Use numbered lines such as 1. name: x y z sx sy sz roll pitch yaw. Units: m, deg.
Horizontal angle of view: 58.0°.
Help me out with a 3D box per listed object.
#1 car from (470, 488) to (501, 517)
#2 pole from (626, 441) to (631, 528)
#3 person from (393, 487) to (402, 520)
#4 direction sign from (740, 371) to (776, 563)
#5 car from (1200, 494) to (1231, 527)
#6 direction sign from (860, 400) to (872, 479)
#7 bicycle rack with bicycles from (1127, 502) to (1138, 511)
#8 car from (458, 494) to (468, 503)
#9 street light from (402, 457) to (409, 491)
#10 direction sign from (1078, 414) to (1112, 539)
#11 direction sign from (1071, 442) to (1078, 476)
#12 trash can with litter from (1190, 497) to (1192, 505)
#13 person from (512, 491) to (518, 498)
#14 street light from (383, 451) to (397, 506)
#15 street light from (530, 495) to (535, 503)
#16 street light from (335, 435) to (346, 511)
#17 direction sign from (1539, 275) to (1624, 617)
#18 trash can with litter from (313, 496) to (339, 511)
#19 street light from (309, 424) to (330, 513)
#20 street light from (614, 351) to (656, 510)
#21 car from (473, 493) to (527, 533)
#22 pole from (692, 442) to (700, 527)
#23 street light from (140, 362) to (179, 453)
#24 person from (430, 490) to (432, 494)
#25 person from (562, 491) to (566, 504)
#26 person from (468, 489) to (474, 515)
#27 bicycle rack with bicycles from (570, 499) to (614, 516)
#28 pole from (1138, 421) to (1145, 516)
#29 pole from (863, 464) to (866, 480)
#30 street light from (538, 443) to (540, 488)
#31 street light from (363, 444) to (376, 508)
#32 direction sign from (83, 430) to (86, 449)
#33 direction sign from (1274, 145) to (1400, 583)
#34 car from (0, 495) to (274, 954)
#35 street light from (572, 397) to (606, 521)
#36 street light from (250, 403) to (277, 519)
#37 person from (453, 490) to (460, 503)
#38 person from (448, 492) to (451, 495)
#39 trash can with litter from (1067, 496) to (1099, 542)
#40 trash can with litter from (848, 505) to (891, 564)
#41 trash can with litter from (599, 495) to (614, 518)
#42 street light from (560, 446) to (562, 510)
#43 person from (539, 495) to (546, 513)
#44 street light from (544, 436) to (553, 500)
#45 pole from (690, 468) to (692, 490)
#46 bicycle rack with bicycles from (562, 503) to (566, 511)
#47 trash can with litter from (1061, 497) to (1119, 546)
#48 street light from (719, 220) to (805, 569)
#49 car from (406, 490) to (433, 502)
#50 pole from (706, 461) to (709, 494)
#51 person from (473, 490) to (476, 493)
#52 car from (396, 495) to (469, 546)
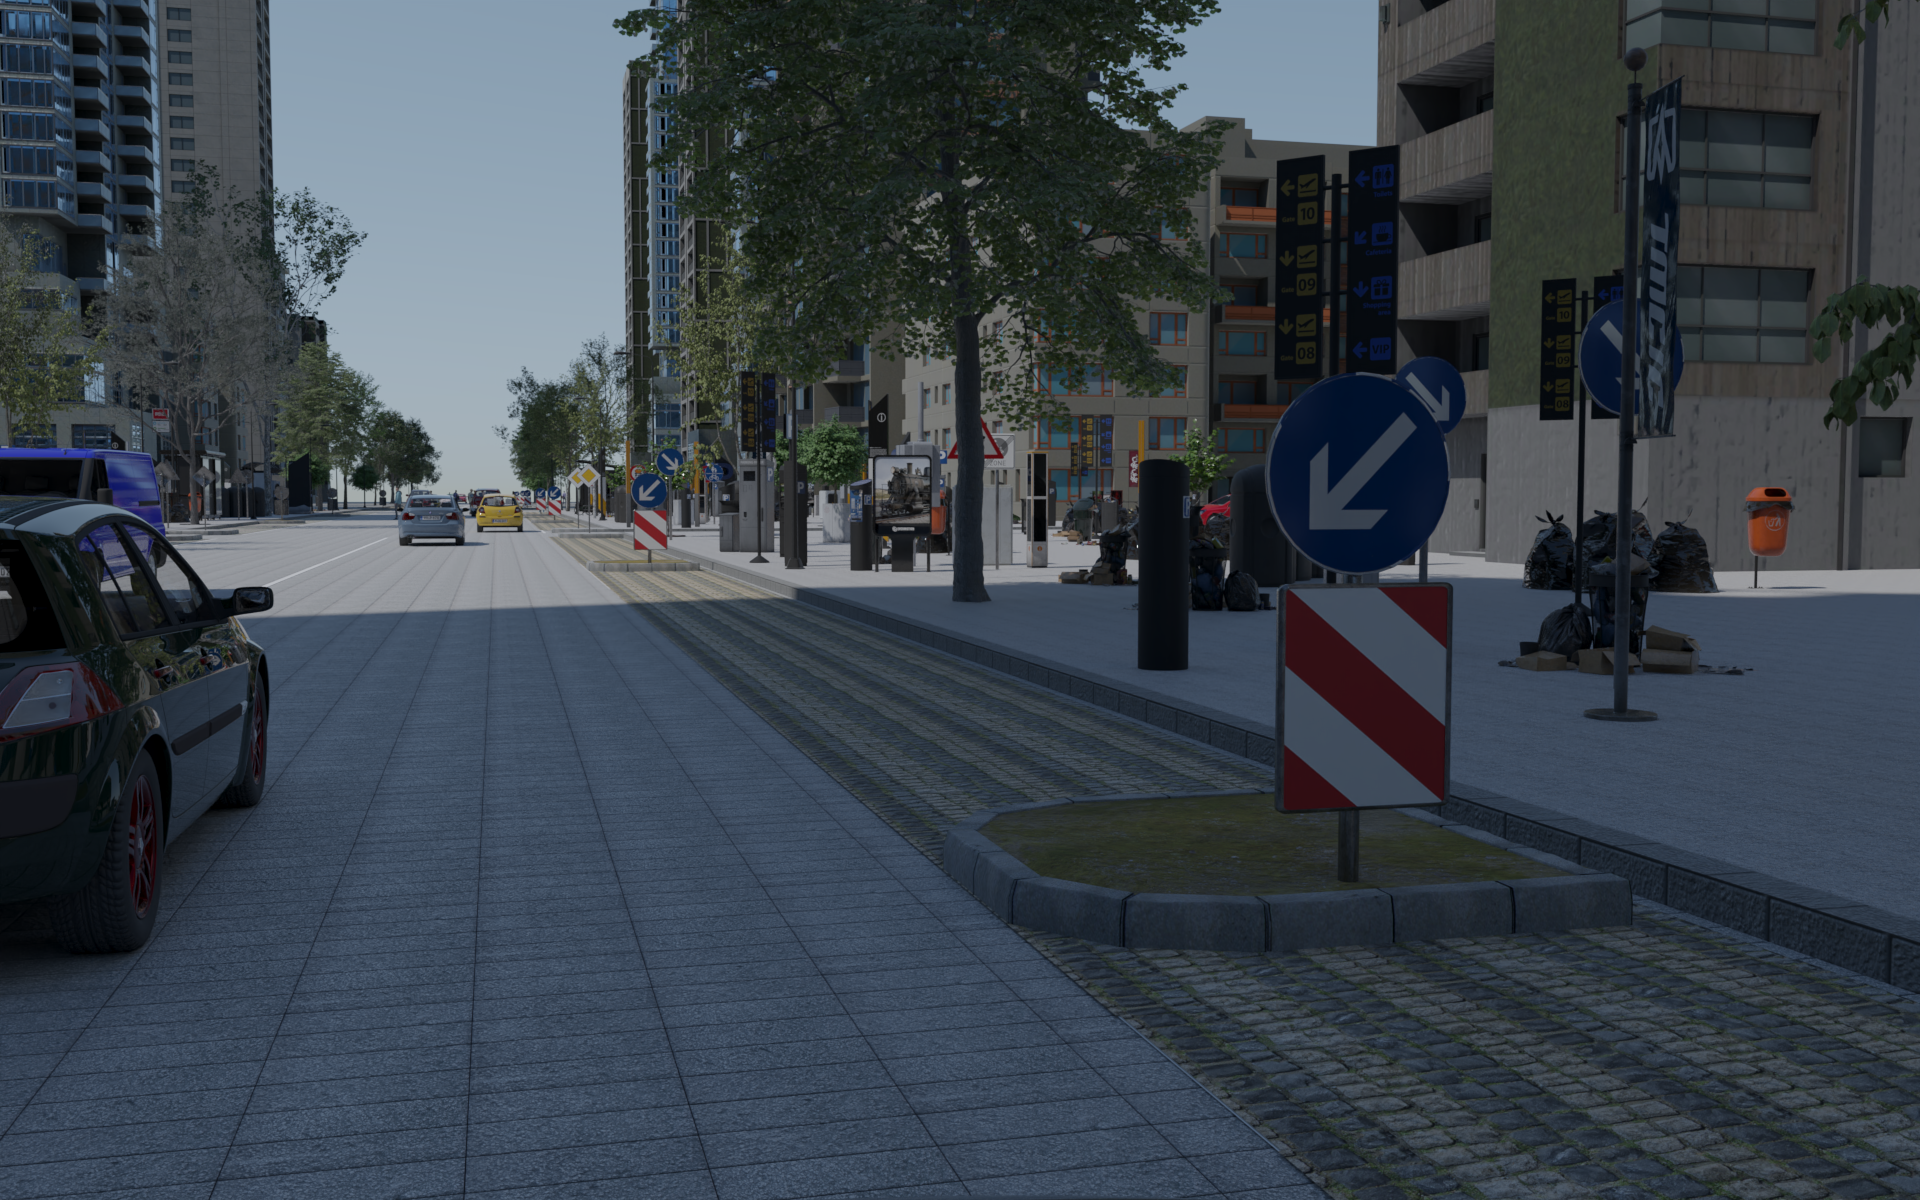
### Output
1. car: -30.210 -6.250 110.862 2.281 1.827 5.304 -1 4 -14
2. pole: -12.704 -4.432 66.313 0.158 3.312 0.155 0 3 0
3. person: -31.082 -5.359 95.980 0.748 1.841 0.638 1 4 10
4. direction sign: -3.743 -2.460 32.217 0.379 3.537 0.876 3 4 39
5. car: 10.648 -3.513 66.481 4.494 1.783 2.155 -1 4 -16
6. direction sign: -2.182 -3.068 42.166 0.379 3.537 0.876 0 4 1
7. bicycle rack with bicycles: 13.924 -7.740 139.937 2.852 0.926 2.925 2 4 28
8. car: -77.452 -15.885 268.758 2.155 1.783 4.494 -1 4 -14
9. street light: -69.584 -14.873 215.713 1.470 5.913 1.316 -1 4 -15
10. direction sign: 3.886 -3.502 49.262 0.876 3.537 0.379 1 4 10
11. direction sign: 5.248 -5.150 76.192 0.876 3.537 0.379 -2 4 -27
12. trash can with litter: 9.614 -3.799 73.495 0.624 1.170 1.055 -2 4 -25
13. person: -43.665 -9.782 169.148 1.217 1.735 0.721 1 4 12
14. street light: -62.019 -13.182 188.064 1.470 5.913 1.316 -1 4 -15
15. street light: -44.815 -12.951 184.290 1.470 5.913 1.316 -1 4 -15
16. street light: -47.887 -9.913 134.619 1.470 5.913 1.316 -1 4 -15
17. direction sign: 6.526 -1.602 18.183 0.876 3.537 0.379 2 4 34
18. trash can with litter: -48.129 -7.341 131.079 2.233 1.210 1.678 0 4 -4
19. street light: -42.713 -8.743 115.483 1.470 5.913 1.316 -1 4 -15
20. street light: -10.559 -5.138 56.547 1.470 5.913 1.316 -1 4 -15
21. car: -17.542 -3.413 66.031 2.015 1.641 3.980 -1 4 -15
22. pole: -10.244 -4.503 67.462 0.158 3.312 0.155 0 3 0
23. street light: -28.095 -5.397 60.776 1.470 5.913 1.316 -1 4 -15
24. person: -57.549 -11.000 188.349 0.705 1.824 1.348 -1 4 -17
25. person: -49.702 -12.788 217.450 0.709 1.838 0.599 -2 4 -31
26. person: -34.008 -6.856 120.767 0.661 1.801 0.590 3 4 38
27. bicycle rack with bicycles: -21.804 -5.564 104.360 2.925 0.926 2.852 0 3 0
28. pole: 5.039 -3.320 48.127 0.158 3.312 0.155 0 3 0
29. pole: -5.810 -6.828 105.481 0.158 3.312 0.155 0 3 0
30. street light: -37.669 -11.318 157.588 1.470 5.913 1.316 -1 4 -15
31. street light: -54.941 -11.548 161.345 1.470 5.913 1.316 -1 4 -15
32. direction sign: -30.972 -4.242 61.357 0.379 3.537 0.876 -2 4 -30
33. direction sign: 2.500 -1.198 11.592 0.876 3.537 0.379 3 4 38
34. car: -3.738 0.197 6.567 2.009 1.686 4.222 -1 4 -15
35. street light: -17.777 -6.765 83.155 1.470 5.913 1.316 -1 4 -15
36. street light: -35.479 -7.076 88.232 1.470 5.913 1.316 -1 4 -15
37. person: -49.637 -9.932 170.756 0.599 1.838 0.709 3 4 37
38. person: -80.393 -16.135 273.113 0.445 1.727 0.742 2 4 29
39. trash can with litter: 3.292 -2.161 46.718 0.624 1.170 1.055 2 4 24
40. trash can with litter: -1.478 -1.250 31.819 1.055 1.170 0.624 -2 4 -34
41. trash can with litter: -18.590 -5.140 95.103 2.233 1.210 1.678 0 4 2
42. street light: -24.903 -8.399 109.862 1.470 5.913 1.316 -1 4 -15
43. person: -30.617 -7.195 126.978 0.563 1.720 0.643 -2 4 -27
44. street light: -32.181 -10.072 137.211 1.470 5.913 1.316 -1 4 -15
45. pole: -16.159 -6.766 104.467 0.158 3.312 0.155 0 3 0
46. bicycle rack with bicycles: -29.614 -7.373 133.933 2.852 0.926 2.925 -1 4 -20
47. trash can with litter: 3.537 -1.983 43.480 1.678 1.210 2.233 -3 5 -44
48. street light: -3.346 -3.472 29.312 1.470 5.913 1.316 -1 4 -15
49. car: -46.276 -8.552 148.502 2.281 1.827 5.304 -1 4 -13
50. pole: -15.469 -6.868 106.128 0.158 3.312 0.155 0 3 0
51. person: -38.818 -7.940 138.836 1.217 1.766 0.721 2 4 26
52. car: -15.001 -2.279 49.271 2.014 1.417 4.499 -1 4 -15
